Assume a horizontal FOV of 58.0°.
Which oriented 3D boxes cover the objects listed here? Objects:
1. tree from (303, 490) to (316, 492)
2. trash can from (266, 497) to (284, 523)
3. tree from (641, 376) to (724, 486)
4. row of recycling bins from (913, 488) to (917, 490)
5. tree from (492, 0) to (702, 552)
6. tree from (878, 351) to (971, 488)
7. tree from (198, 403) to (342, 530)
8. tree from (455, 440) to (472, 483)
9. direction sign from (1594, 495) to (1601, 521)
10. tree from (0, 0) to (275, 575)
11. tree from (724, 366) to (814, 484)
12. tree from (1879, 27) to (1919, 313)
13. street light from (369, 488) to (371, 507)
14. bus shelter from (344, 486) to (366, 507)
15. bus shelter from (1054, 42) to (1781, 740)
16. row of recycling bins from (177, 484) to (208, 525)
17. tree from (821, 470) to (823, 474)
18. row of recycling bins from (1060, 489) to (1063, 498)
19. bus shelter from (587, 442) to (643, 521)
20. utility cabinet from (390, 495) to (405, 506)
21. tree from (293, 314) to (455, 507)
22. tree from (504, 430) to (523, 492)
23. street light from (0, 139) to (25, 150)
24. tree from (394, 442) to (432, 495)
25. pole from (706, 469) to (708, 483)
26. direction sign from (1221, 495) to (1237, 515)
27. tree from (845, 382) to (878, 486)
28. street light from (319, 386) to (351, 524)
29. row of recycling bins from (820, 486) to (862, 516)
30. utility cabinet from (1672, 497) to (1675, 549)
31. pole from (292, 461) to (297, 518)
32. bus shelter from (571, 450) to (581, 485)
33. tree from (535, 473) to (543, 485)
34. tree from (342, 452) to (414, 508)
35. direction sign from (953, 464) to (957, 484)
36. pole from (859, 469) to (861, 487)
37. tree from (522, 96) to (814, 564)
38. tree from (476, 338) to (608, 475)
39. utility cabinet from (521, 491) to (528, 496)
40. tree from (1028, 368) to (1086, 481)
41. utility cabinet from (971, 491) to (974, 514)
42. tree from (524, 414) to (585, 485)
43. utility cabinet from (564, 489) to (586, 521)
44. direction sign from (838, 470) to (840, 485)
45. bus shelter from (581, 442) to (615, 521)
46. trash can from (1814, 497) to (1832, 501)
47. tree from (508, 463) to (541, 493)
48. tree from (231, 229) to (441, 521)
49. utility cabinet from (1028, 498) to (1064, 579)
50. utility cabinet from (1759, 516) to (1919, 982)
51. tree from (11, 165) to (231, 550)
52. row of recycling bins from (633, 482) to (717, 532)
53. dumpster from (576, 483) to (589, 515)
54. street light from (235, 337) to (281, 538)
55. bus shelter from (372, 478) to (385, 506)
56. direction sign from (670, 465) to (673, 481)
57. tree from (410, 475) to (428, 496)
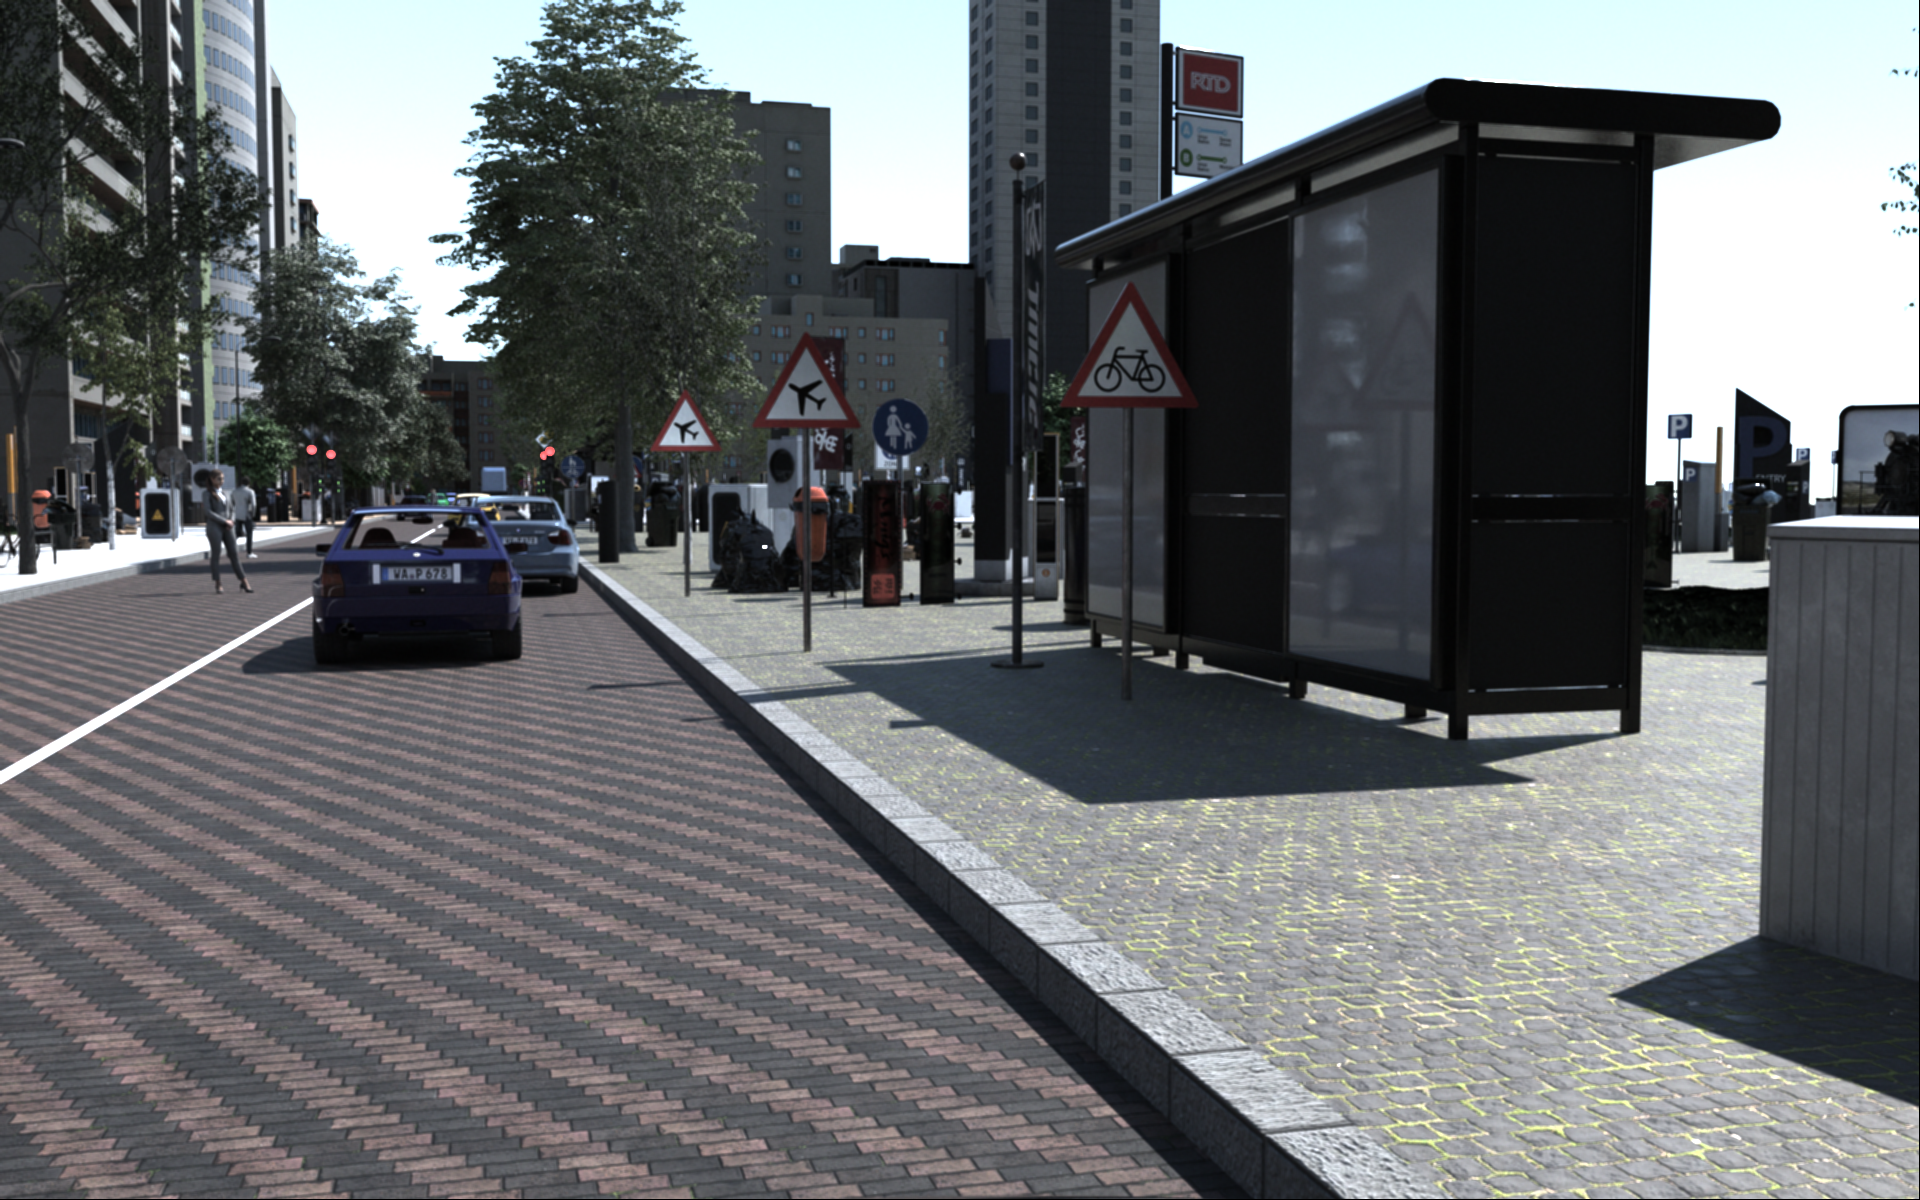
[{"bbox_3d":[-46.124,-7.832,122.652,1.663,3.219,1.824,0,3,0],"label":"tree"},{"bbox_3d":[-30.727,-4.041,77.732,0.748,1.137,0.748,0,3,0],"label":"trash can"},{"bbox_3d":[-15.181,-8.699,92.597,4.737,8.622,4.395,0,3,0],"label":"tree"},{"bbox_3d":[-3.641,-8.598,147.693,1.069,1.692,3.534,-1,4,-23],"label":"row of recycling bins"},{"bbox_3d":[-7.767,-7.333,38.015,7.486,12.596,7.792,0,3,0],"label":"tree"},{"bbox_3d":[-1.447,-8.509,89.486,4.360,8.622,3.978,0,3,0],"label":"tree"},{"bbox_3d":[-25.218,-4.772,61.728,4.285,4.588,4.351,0,3,0],"label":"tree"},{"bbox_3d":[-63.418,-17.761,207.399,9.611,12.733,9.660,0,3,0],"label":"tree"},{"bbox_3d":[6.947,-1.641,18.829,0.876,3.537,0.379,3,4,37],"label":"direction sign"},{"bbox_3d":[-14.860,-5.706,27.706,8.767,10.594,7.601,0,4,2],"label":"tree"},{"bbox_3d":[-11.063,-9.178,100.418,4.737,8.622,4.395,0,3,0],"label":"tree"},{"bbox_3d":[13.963,-4.408,22.431,4.360,8.622,3.978,0,3,0],"label":"tree"},{"bbox_3d":[-34.711,-8.006,103.446,1.470,5.913,1.316,-1,4,-15],"label":"street light"},{"bbox_3d":[-41.759,-7.864,119.866,1.731,3.624,6.357,-1,4,-15],"label":"bus shelter"},{"bbox_3d":[2.239,-2.175,13.191,2.179,5.291,8.768,-1,4,-15],"label":"bus shelter"},{"bbox_3d":[-32.867,-4.095,74.070,1.069,1.692,3.534,-1,4,-14],"label":"row of recycling bins"},{"bbox_3d":[-11.168,-11.268,134.597,4.737,8.622,4.395,0,3,0],"label":"tree"},{"bbox_3d":[9.608,-8.818,151.294,3.534,1.692,1.069,3,4,37],"label":"row of recycling bins"},{"bbox_3d":[-13.300,-4.486,67.271,2.014,3.302,5.546,-1,4,-15],"label":"bus shelter"},{"bbox_3d":[-41.686,-7.173,128.432,1.020,1.237,0.306,-1,4,-19],"label":"utility cabinet"},{"bbox_3d":[-37.973,-11.848,110.725,9.611,12.733,9.660,0,3,0],"label":"tree"},{"bbox_3d":[-34.895,-11.736,142.251,4.360,8.622,3.978,0,3,0],"label":"tree"},{"bbox_3d":[-12.931,-3.067,22.683,1.470,5.913,1.316,-1,4,-15],"label":"street light"},{"bbox_3d":[-51.386,-12.829,160.114,4.737,8.622,4.395,0,3,0],"label":"tree"},{"bbox_3d":[-20.809,-9.091,142.485,0.158,3.312,0.155,0,3,0],"label":"pole"},{"bbox_3d":[3.257,-1.795,21.344,0.379,3.537,0.876,-1,4,-14],"label":"direction sign"},{"bbox_3d":[-6.423,-9.951,113.060,4.360,8.622,3.978,0,3,0],"label":"tree"},{"bbox_3d":[-26.838,-6.232,74.439,1.470,5.913,1.316,-1,4,-15],"label":"street light"},{"bbox_3d":[-5.814,-4.761,84.948,3.534,1.692,1.069,2,4,31],"label":"row of recycling bins"},{"bbox_3d":[16.678,-1.839,41.237,0.306,1.237,1.020,0,4,3],"label":"utility cabinet"},{"bbox_3d":[-36.299,-6.151,94.414,0.158,3.312,0.155,0,3,0],"label":"pole"},{"bbox_3d":[-20.187,-6.319,94.592,1.731,3.624,6.357,-1,4,-15],"label":"bus shelter"},{"bbox_3d":[-30.815,-8.283,130.023,1.663,3.219,1.824,0,3,0],"label":"tree"},{"bbox_3d":[-34.023,-6.986,97.941,4.285,4.588,4.351,0,3,0],"label":"tree"},{"bbox_3d":[-0.143,-8.419,129.649,0.876,3.537,0.379,1,4,22],"label":"direction sign"},{"bbox_3d":[-8.224,-9.068,142.099,0.158,3.312,0.155,0,3,0],"label":"pole"},{"bbox_3d":[-5.219,-4.966,31.557,4.360,8.622,3.978,0,3,0],"label":"tree"},{"bbox_3d":[-24.757,-10.899,103.948,9.928,11.665,9.643,0,3,0],"label":"tree"},{"bbox_3d":[-36.128,-8.283,144.111,0.318,1.500,1.173,0,4,8],"label":"utility cabinet"},{"bbox_3d":[2.624,-3.765,45.272,4.285,4.588,4.351,0,3,0],"label":"tree"},{"bbox_3d":[0.363,-6.298,111.650,1.173,1.500,0.318,0,4,0],"label":"utility cabinet"},{"bbox_3d":[-28.400,-10.393,120.289,4.737,8.622,4.395,0,3,0],"label":"tree"},{"bbox_3d":[-17.948,-4.411,80.792,0.318,1.500,1.173,2,4,27],"label":"utility cabinet"},{"bbox_3d":[-6.672,-6.364,96.047,0.379,3.537,0.876,1,4,9],"label":"direction sign"},{"bbox_3d":[-16.445,-5.456,80.494,1.731,3.624,6.357,-1,4,-15],"label":"bus shelter"},{"bbox_3d":[36.659,-3.785,73.535,0.748,1.137,0.748,0,3,0],"label":"trash can"},{"bbox_3d":[-39.062,-10.569,156.510,4.285,4.588,4.351,0,3,0],"label":"tree"},{"bbox_3d":[-29.952,-10.793,83.113,9.857,13.997,8.962,0,3,0],"label":"tree"},{"bbox_3d":[1.255,-0.932,26.405,1.020,1.237,0.306,3,5,43],"label":"utility cabinet"},{"bbox_3d":[2.636,0.402,4.587,0.306,1.237,1.020,-2,4,-23],"label":"utility cabinet"},{"bbox_3d":[-19.147,-5.446,39.410,4.737,8.622,4.395,0,3,0],"label":"tree"},{"bbox_3d":[-9.836,-3.161,58.795,3.534,1.692,1.069,-1,4,-13],"label":"row of recycling bins"},{"bbox_3d":[-19.163,-5.109,89.295,1.264,1.857,1.865,-1,4,-15],"label":"dumpster"},{"bbox_3d":[-20.745,-4.811,51.195,1.470,5.913,1.316,-1,4,-15],"label":"street light"},{"bbox_3d":[-45.413,-8.615,134.774,2.014,3.302,5.546,-1,4,-15],"label":"bus shelter"},{"bbox_3d":[-22.214,-8.751,135.081,0.379,3.537,0.876,3,5,44],"label":"direction sign"},{"bbox_3d":[-59.501,-11.935,189.742,1.663,3.219,1.824,0,3,0],"label":"tree"}]
